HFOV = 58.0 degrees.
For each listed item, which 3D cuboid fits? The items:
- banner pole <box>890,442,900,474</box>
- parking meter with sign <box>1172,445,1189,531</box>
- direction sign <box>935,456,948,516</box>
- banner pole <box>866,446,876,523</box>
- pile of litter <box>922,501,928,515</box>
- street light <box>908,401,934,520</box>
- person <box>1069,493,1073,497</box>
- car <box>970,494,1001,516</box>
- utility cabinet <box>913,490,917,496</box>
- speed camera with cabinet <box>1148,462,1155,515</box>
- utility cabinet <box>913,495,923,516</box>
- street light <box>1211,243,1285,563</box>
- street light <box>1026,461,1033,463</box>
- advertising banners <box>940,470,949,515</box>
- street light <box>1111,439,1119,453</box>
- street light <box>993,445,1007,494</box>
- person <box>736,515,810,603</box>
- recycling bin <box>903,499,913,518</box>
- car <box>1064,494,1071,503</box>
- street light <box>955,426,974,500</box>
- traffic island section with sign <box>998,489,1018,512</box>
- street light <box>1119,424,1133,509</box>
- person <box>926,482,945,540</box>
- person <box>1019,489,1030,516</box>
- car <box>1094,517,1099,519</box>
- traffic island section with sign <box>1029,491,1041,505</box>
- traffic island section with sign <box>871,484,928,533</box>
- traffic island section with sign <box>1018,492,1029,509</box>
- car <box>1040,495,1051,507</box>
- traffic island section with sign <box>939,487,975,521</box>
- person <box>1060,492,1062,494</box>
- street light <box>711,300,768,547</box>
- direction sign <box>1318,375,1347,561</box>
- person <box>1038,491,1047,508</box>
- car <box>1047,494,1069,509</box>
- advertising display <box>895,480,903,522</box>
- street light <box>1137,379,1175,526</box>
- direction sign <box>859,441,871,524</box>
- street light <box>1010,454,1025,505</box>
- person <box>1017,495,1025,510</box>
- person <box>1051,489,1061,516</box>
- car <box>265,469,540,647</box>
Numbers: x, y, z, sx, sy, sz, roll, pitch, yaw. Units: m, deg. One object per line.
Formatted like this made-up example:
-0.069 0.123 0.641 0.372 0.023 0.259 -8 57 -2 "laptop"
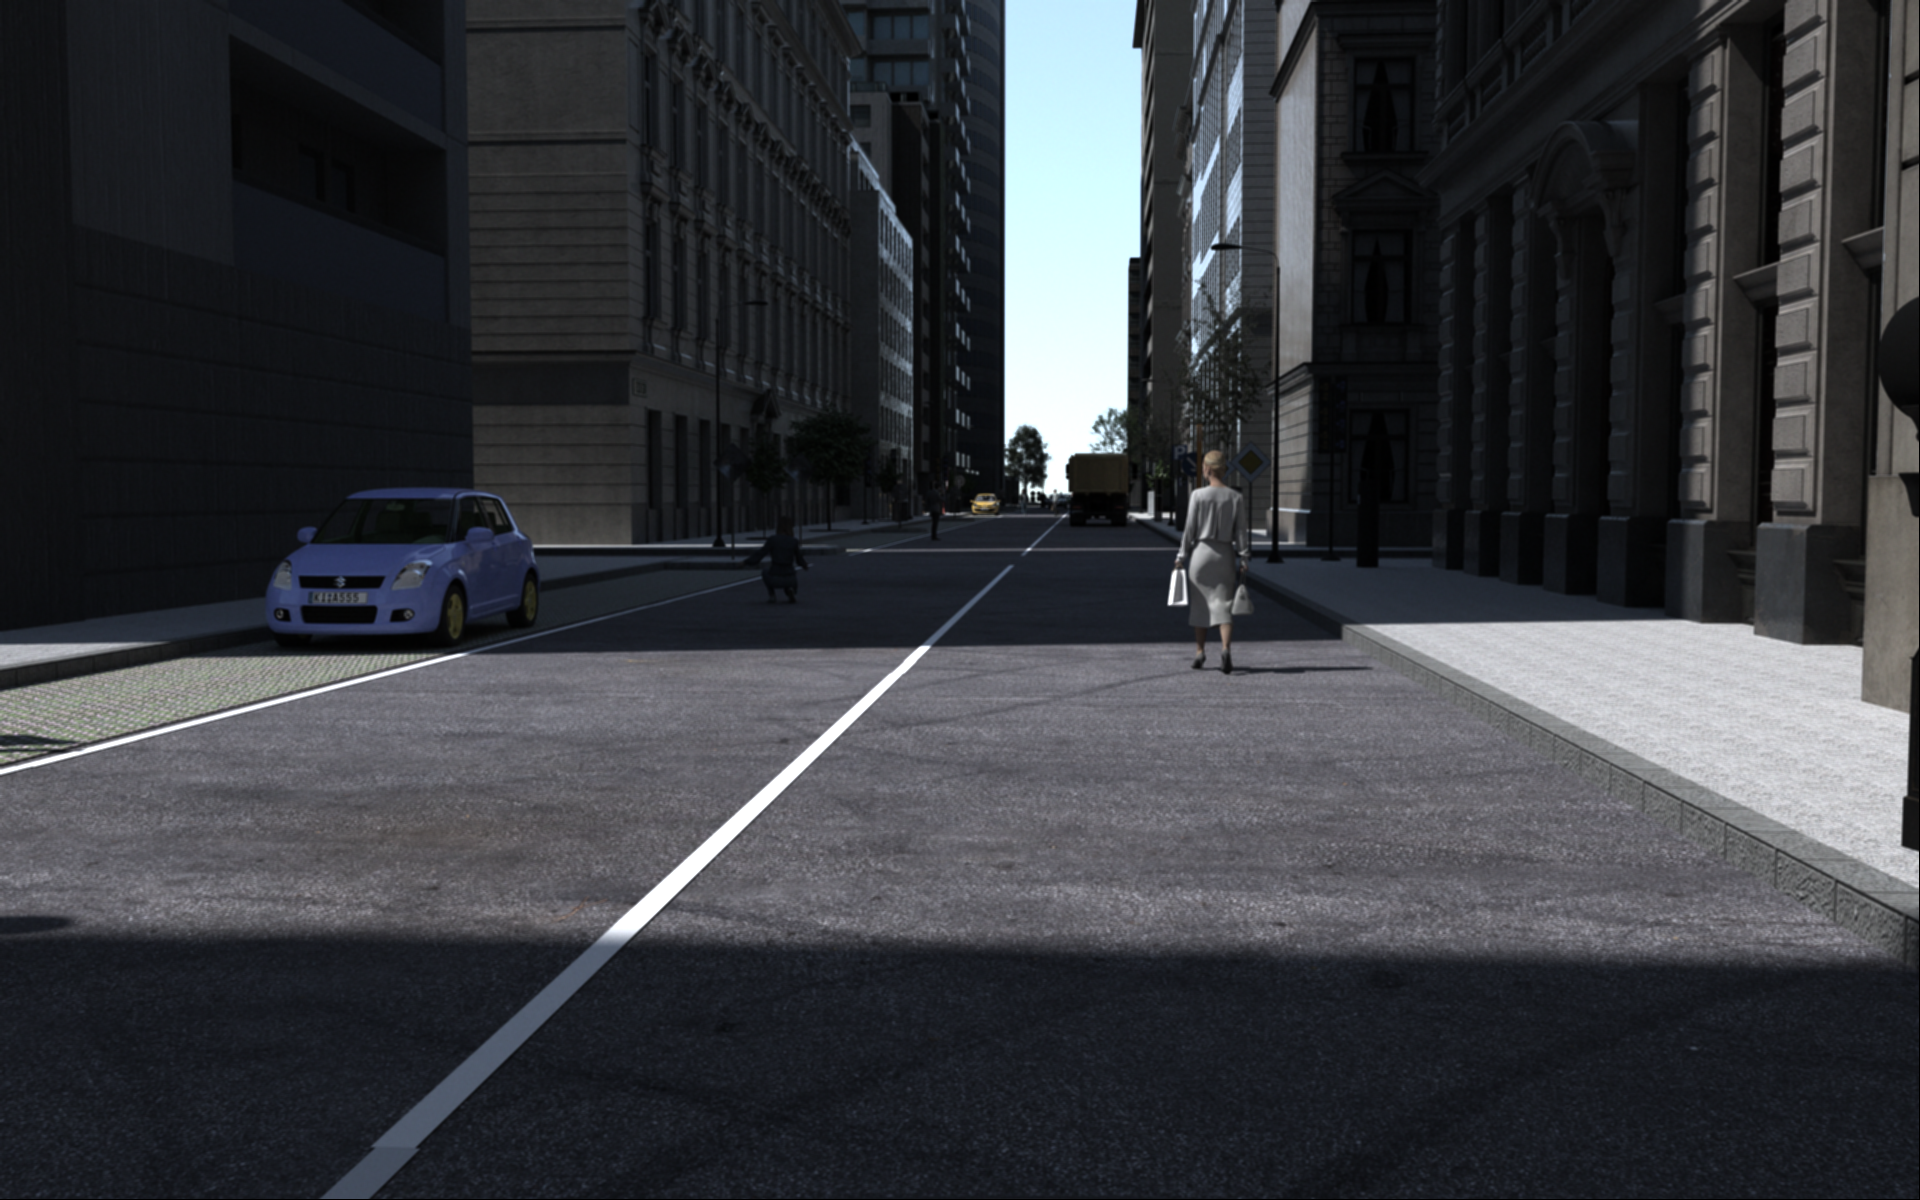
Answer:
-3.114 -5.758 84.156 0.401 3.779 0.863 -3 5 -44 "banner pole"
7.724 -3.927 60.473 0.543 3.016 1.738 0 4 3 "parking meter with sign"
-1.112 -6.830 103.665 0.876 3.537 0.379 -2 4 -27 "direction sign"
-4.060 -5.402 78.331 0.401 3.779 0.863 -3 4 -38 "banner pole"
-2.680 -6.017 112.346 1.176 0.858 1.719 0 4 3 "pile of litter"
-1.998 -7.001 87.006 1.470 5.913 1.316 0 4 4 "street light"
13.377 -11.964 204.066 1.348 1.831 0.705 1 4 22 "person"
1.722 -6.409 115.008 2.015 1.641 3.980 0 4 3 "car"
-3.188 -5.917 105.422 1.173 1.500 0.318 -1 4 -10 "utility cabinet"
12.075 -6.894 107.049 0.660 3.252 2.038 1 4 16 "speed camera with cabinet"
-2.474 -5.517 101.364 0.306 1.237 1.020 -1 4 -16 "utility cabinet"
5.343 -3.649 32.201 1.470 5.913 1.316 0 4 4 "street light"
9.730 -16.742 246.278 1.470 5.913 1.316 0 4 4 "street light"
-1.016 -6.885 108.762 0.090 3.025 2.074 -1 4 -16 "advertising banners"
13.729 -10.611 146.025 1.470 5.913 1.316 0 4 4 "street light"
3.733 -11.683 163.564 1.470 5.913 1.316 0 4 4 "street light"
-2.465 -0.549 22.968 1.012 1.151 0.738 -1 4 -11 "person"
-2.981 -4.940 93.331 0.722 1.027 0.722 -2 4 -28 "recycling bin"
14.193 -13.667 232.252 1.959 1.807 4.718 0 4 5 "car"
0.260 -8.898 118.025 1.470 5.913 1.316 0 4 4 "street light"
3.473 -8.133 141.600 1.989 1.847 2.006 0 4 4 "traffic island section with sign"
11.542 -8.736 115.368 1.470 5.913 1.316 0 4 4 "street light"
-0.754 -2.754 53.711 0.473 1.802 0.592 -2 4 -29 "person"
4.202 -6.413 113.702 0.623 1.781 0.721 -1 4 -22 "person"
8.693 -5.547 100.917 2.015 1.641 3.980 0 4 2 "car"
9.470 -13.112 223.009 1.989 1.847 2.006 0 4 4 "traffic island section with sign"
-2.208 -3.412 64.413 1.989 1.847 2.006 0 4 4 "traffic island section with sign"
5.460 -9.777 168.482 1.989 1.847 2.006 0 4 4 "traffic island section with sign"
9.814 -10.897 190.738 1.945 1.354 3.894 0 4 3 "car"
-0.226 -5.056 91.296 1.989 1.847 2.006 0 4 4 "traffic island section with sign"
14.400 -14.592 247.167 1.348 1.812 0.705 -2 4 -31 "person"
-5.289 -4.228 41.668 1.470 5.913 1.316 0 4 4 "street light"
7.155 -2.527 33.318 0.379 3.537 0.876 -2 4 -23 "direction sign"
8.409 -10.203 175.867 0.990 1.755 0.434 1 4 23 "person"
9.557 -9.639 169.389 2.131 1.459 4.920 0 4 4 "car"
-2.776 -4.495 78.702 0.123 1.923 0.974 1 4 15 "advertising display"
8.023 -5.964 70.046 1.470 5.913 1.316 0 4 4 "street light"
-4.034 -4.990 73.576 0.379 3.537 0.876 2 4 33 "direction sign"
6.451 -13.969 200.939 1.470 5.913 1.316 0 4 4 "street light"
5.680 -9.023 156.731 1.217 1.736 0.721 0 4 -1 "person"
6.231 -6.332 112.515 0.515 1.767 0.782 -1 4 -8 "person"
-5.472 -0.469 17.260 1.945 1.707 3.694 0 4 3 "car"
